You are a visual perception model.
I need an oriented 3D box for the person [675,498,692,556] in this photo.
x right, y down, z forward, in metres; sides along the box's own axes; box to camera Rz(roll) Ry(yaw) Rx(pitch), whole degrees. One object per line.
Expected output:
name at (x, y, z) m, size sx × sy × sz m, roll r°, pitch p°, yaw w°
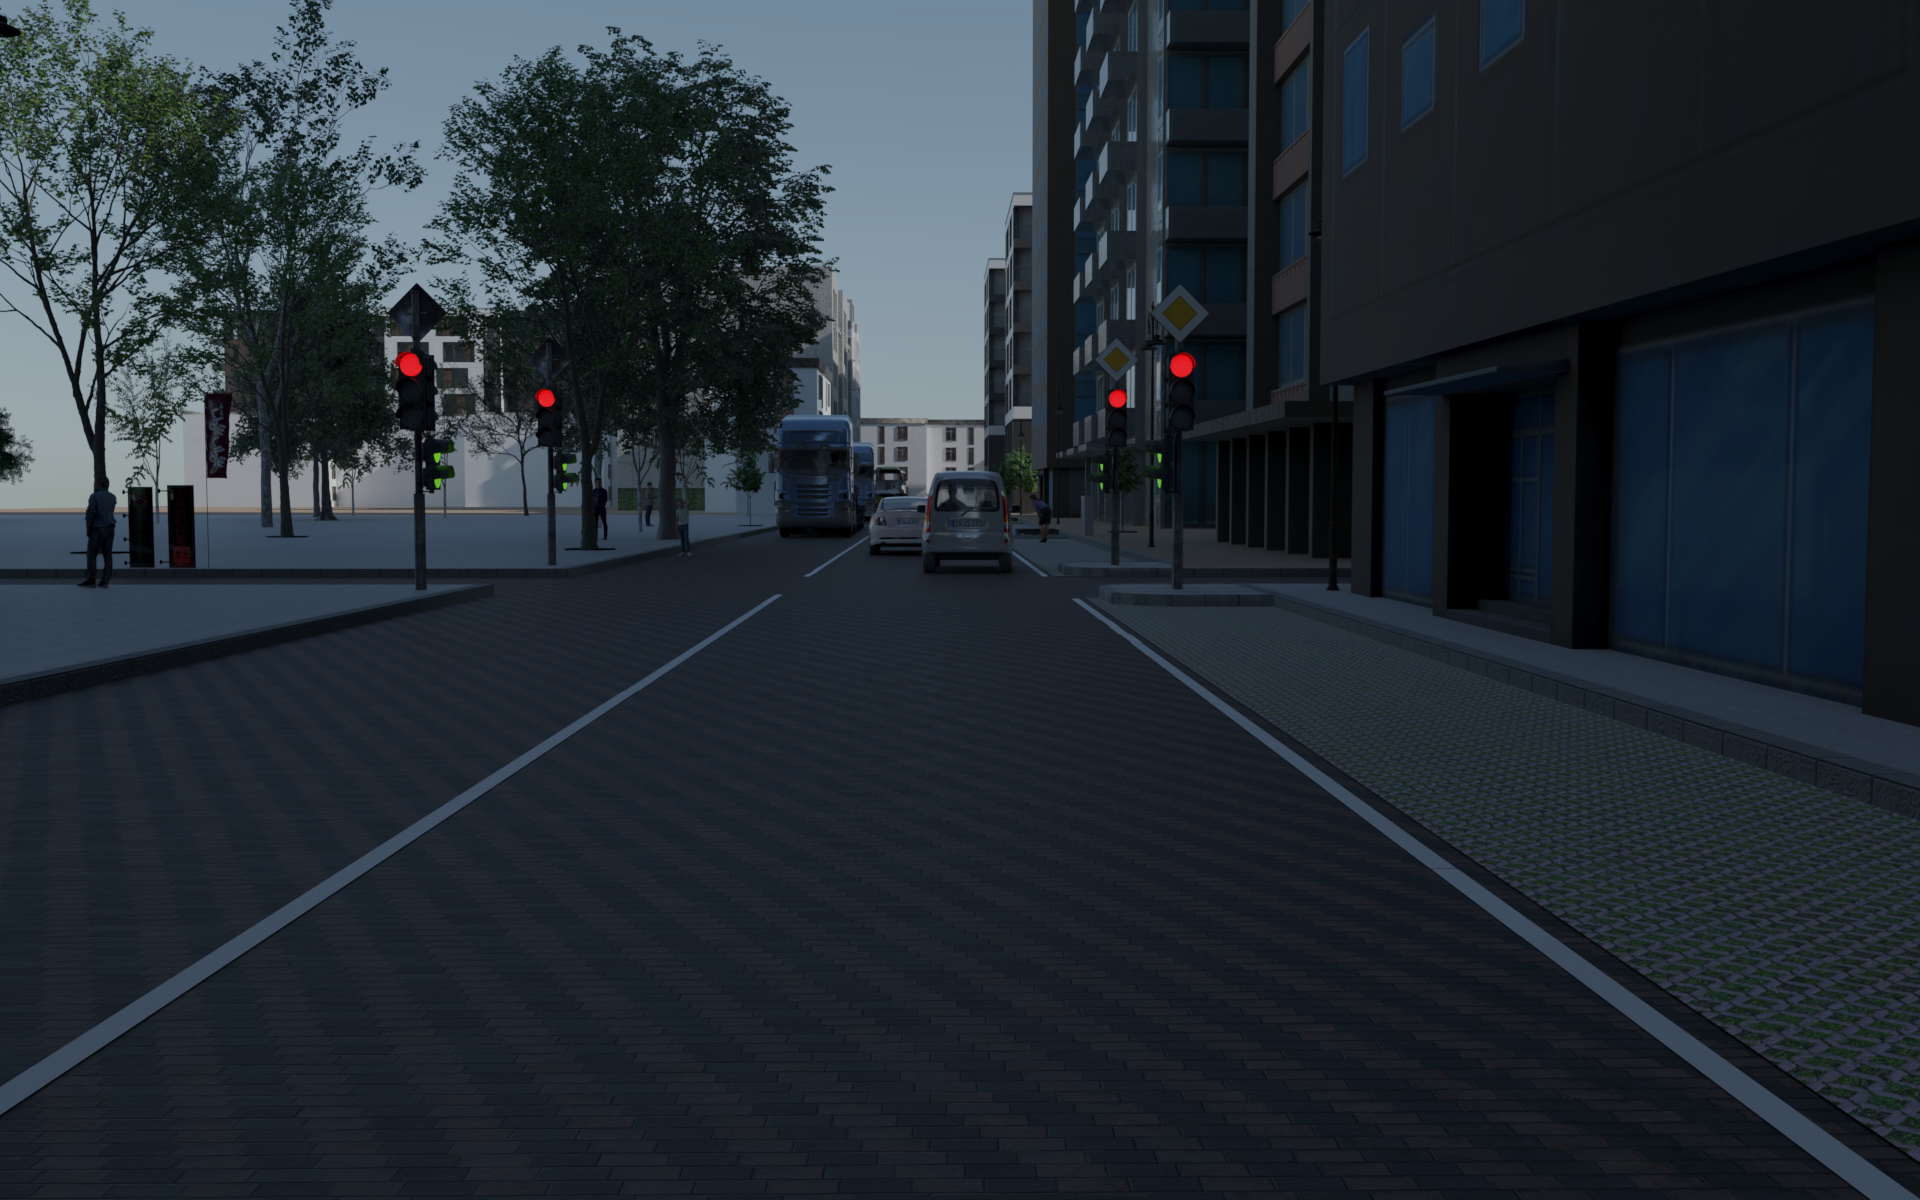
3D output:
person at (-6.368, -1.684, 39.936) m, size 0.435 × 1.345 × 0.340 m, roll 1°, pitch 4°, yaw 9°

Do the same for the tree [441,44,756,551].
tree at (-8.436, -6.954, 39.448) m, size 9.928 × 11.665 × 9.643 m, roll 0°, pitch 3°, yaw 0°

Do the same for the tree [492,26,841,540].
tree at (-8.164, -8.687, 48.681) m, size 9.857 × 13.997 × 8.962 m, roll 0°, pitch 3°, yaw 0°

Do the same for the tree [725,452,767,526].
tree at (-8.398, -4.573, 69.365) m, size 1.663 × 3.219 × 1.824 m, roll 0°, pitch 3°, yaw 0°

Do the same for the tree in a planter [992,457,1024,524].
tree in a planter at (2.041, -5.238, 82.868) m, size 1.991 × 3.239 × 1.994 m, roll 0°, pitch 4°, yaw -1°

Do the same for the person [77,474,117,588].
person at (-11.789, -0.945, 23.704) m, size 0.499 × 1.552 × 0.429 m, roll -3°, pitch 5°, yaw -41°

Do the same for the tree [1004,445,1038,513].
tree at (4.190, -8.036, 115.107) m, size 4.285 × 4.588 × 4.351 m, roll 0°, pitch 3°, yaw 0°

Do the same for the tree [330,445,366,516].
tree at (-36.017, -9.264, 101.824) m, size 4.737 × 8.622 × 4.395 m, roll 0°, pitch 3°, yaw 0°

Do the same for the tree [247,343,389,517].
tree at (-34.897, -10.806, 94.805) m, size 7.486 × 12.596 × 7.792 m, roll 0°, pitch 3°, yaw 0°

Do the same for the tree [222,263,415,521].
tree at (-30.922, -10.205, 83.856) m, size 9.611 × 12.733 × 9.660 m, roll 0°, pitch 3°, yaw 0°

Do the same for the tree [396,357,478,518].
tree at (-27.844, -8.706, 92.699) m, size 4.360 × 8.622 × 3.978 m, roll 0°, pitch 3°, yaw 0°

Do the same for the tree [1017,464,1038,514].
tree at (4.484, -7.123, 111.055) m, size 1.663 × 3.219 × 1.824 m, roll 0°, pitch 3°, yaw 0°

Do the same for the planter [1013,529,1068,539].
planter at (2.450, -2.133, 56.017) m, size 1.991 × 0.319 × 1.994 m, roll 0°, pitch 4°, yaw -1°

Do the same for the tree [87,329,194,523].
tree at (-35.703, -7.703, 76.314) m, size 4.737 × 8.622 × 4.395 m, roll 0°, pitch 3°, yaw 0°

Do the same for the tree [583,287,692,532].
tree at (-10.737, -6.568, 57.755) m, size 4.737 × 8.622 × 4.395 m, roll 0°, pitch 3°, yaw 0°

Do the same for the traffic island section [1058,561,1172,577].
traffic island section at (2.831, -0.555, 31.362) m, size 2.009 × 0.180 × 2.903 m, roll 0°, pitch 4°, yaw -1°

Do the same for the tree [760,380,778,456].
tree at (-12.747, -9.358, 103.366) m, size 4.360 × 8.622 × 3.978 m, roll 0°, pitch 3°, yaw 0°

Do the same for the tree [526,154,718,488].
tree at (-17.493, -14.165, 87.481) m, size 12.611 × 20.169 × 13.585 m, roll 0°, pitch 3°, yaw 0°

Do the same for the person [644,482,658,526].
person at (-12.246, -3.831, 69.207) m, size 0.750 × 1.759 × 0.617 m, roll -1°, pitch 4°, yaw -16°

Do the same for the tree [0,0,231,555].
tree at (-18.585, -6.792, 36.809) m, size 9.928 × 11.665 × 9.643 m, roll 0°, pitch 3°, yaw 0°

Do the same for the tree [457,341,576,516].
tree at (-25.808, -10.215, 101.428) m, size 7.601 × 10.594 × 8.767 m, roll 0°, pitch 4°, yaw -6°

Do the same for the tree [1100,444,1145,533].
tree at (5.553, -3.868, 57.837) m, size 1.663 × 3.219 × 1.824 m, roll 0°, pitch 3°, yaw 0°

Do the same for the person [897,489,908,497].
person at (-4.400, -7.657, 133.711) m, size 1.348 × 1.821 × 0.705 m, roll -1°, pitch 4°, yaw -22°

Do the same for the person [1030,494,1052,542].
person at (2.367, -2.401, 50.992) m, size 0.697 × 1.427 × 0.421 m, roll 2°, pitch 4°, yaw 32°

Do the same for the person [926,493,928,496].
person at (-3.054, -10.190, 175.906) m, size 0.742 × 1.727 × 0.445 m, roll -1°, pitch 4°, yaw -23°

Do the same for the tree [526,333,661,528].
tree at (-13.868, -7.027, 65.262) m, size 4.360 × 8.622 × 3.978 m, roll 0°, pitch 3°, yaw 0°

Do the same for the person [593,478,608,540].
person at (-10.123, -2.548, 48.416) m, size 0.576 × 1.737 × 0.504 m, roll 0°, pitch 4°, yaw 6°

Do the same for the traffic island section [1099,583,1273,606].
traffic island section at (2.954, -0.067, 23.377) m, size 2.009 × 0.180 × 2.903 m, roll 0°, pitch 4°, yaw -1°

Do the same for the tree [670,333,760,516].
tree at (-11.785, -7.626, 75.041) m, size 4.360 × 8.622 × 3.978 m, roll 0°, pitch 3°, yaw 0°

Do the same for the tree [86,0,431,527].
tree at (-25.987, -12.779, 64.821) m, size 12.611 × 20.169 × 13.585 m, roll 0°, pitch 3°, yaw 0°

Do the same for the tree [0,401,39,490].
tree at (-49.795, -7.177, 80.252) m, size 11.467 × 7.101 × 20.602 m, roll -2°, pitch 4°, yaw -23°
